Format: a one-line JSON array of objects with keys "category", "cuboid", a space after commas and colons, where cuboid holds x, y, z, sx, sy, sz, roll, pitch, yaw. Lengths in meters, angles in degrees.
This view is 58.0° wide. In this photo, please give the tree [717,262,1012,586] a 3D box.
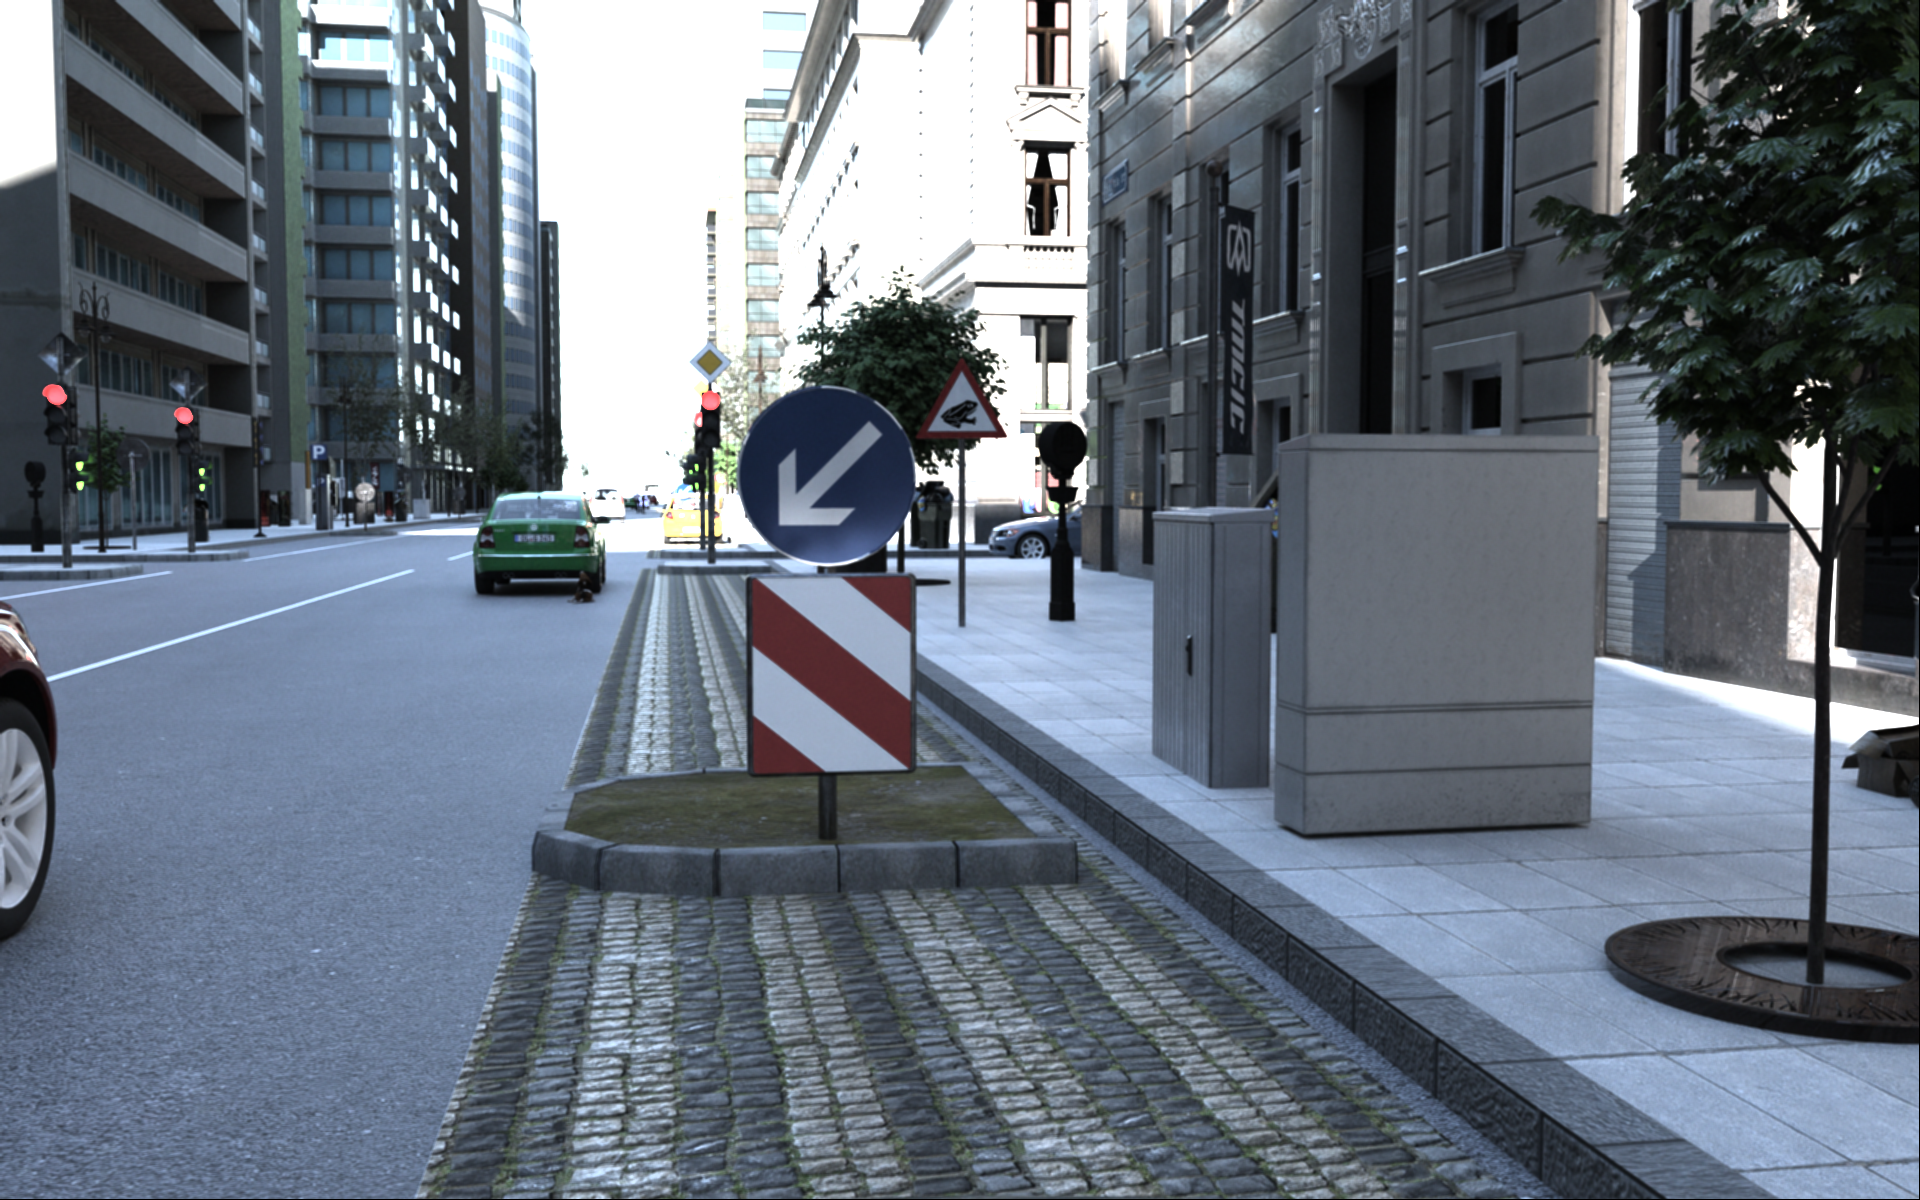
[{"category": "tree", "cuboid": [-0.936, -2.510, 24.745, 4.285, 4.588, 4.351, 0, 3, 0]}]

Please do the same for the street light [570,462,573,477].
[{"category": "street light", "cuboid": [-50.392, -15.416, 224.841, 0.468, 5.910, 1.993, -1, 4, -10]}]

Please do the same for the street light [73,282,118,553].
[{"category": "street light", "cuboid": [-18.845, -3.981, 37.873, 0.468, 5.910, 1.993, -1, 4, -10]}]

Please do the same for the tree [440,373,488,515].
[{"category": "tree", "cuboid": [-28.094, -8.611, 91.160, 4.360, 8.622, 3.978, 0, 3, 0]}]

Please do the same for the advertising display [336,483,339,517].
[{"category": "advertising display", "cuboid": [-35.275, -5.654, 97.654, 0.123, 1.923, 0.974, -3, 5, -42]}]

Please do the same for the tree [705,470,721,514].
[{"category": "tree", "cuboid": [-15.865, -7.143, 111.395, 1.663, 3.219, 1.824, 0, 3, 0]}]

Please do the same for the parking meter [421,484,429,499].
[{"category": "parking meter", "cuboid": [-31.425, -5.873, 101.731, 0.399, 1.863, 0.255, 0, 4, 1]}]

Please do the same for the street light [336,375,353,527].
[{"category": "street light", "cuboid": [-23.912, -5.788, 67.418, 0.468, 5.910, 1.993, -1, 4, -10]}]

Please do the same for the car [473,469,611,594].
[{"category": "car", "cuboid": [-6.336, -1.076, 26.394, 1.959, 1.807, 4.718, -1, 4, -10]}]

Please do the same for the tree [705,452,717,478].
[{"category": "tree", "cuboid": [-11.380, -6.505, 90.063, 4.285, 4.588, 4.351, 0, 3, 0]}]

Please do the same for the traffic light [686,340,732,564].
[{"category": "traffic light", "cuboid": [-4.605, -2.626, 31.859, 0.839, 4.253, 0.868, -1, 4, -10]}]

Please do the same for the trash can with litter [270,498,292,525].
[{"category": "trash can with litter", "cuboid": [-28.477, -3.724, 72.279, 1.055, 1.170, 0.624, -2, 4, -31]}]

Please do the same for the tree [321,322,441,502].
[{"category": "tree", "cuboid": [-25.755, -7.633, 75.162, 4.360, 8.622, 3.978, 0, 3, 0]}]

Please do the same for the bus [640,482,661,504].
[{"category": "bus", "cuboid": [-46.536, -16.255, 260.630, 2.948, 3.499, 13.247, -1, 4, -12]}]

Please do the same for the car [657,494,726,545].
[{"category": "car", "cuboid": [-7.769, -2.446, 50.222, 2.015, 1.641, 3.980, -1, 4, -10]}]

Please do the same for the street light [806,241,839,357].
[{"category": "street light", "cuboid": [-2.525, -3.612, 31.840, 0.468, 5.910, 1.993, -1, 4, -10]}]

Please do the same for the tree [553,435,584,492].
[{"category": "tree", "cuboid": [-48.127, -15.960, 211.300, 4.360, 8.622, 3.978, 0, 3, 0]}]

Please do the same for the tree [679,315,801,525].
[{"category": "tree", "cuboid": [-8.872, -7.398, 71.316, 4.360, 8.622, 3.978, 0, 3, 0]}]

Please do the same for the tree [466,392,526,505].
[{"category": "tree", "cuboid": [-33.769, -10.741, 125.981, 4.737, 8.622, 4.395, 0, 3, 0]}]

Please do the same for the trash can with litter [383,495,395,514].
[{"category": "trash can with litter", "cuboid": [-36.218, -6.041, 109.829, 2.233, 1.210, 1.678, -2, 4, -24]}]

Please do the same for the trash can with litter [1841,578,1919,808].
[{"category": "trash can with litter", "cuboid": [4.056, 0.260, 7.141, 0.624, 1.170, 1.055, 0, 4, -7]}]

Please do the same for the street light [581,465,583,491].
[{"category": "street light", "cuboid": [-55.535, -17.243, 254.701, 0.468, 5.910, 1.993, -1, 4, -10]}]

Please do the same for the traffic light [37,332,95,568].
[{"category": "traffic light", "cuboid": [-15.511, -2.513, 30.012, 0.839, 4.253, 0.868, -1, 4, -10]}]

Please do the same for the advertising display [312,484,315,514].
[{"category": "advertising display", "cuboid": [-41.063, -6.399, 109.834, 0.123, 1.923, 0.974, 0, 4, -4]}]

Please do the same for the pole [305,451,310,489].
[{"category": "pole", "cuboid": [-30.893, -5.397, 82.082, 0.158, 3.312, 0.155, 0, 3, 0]}]

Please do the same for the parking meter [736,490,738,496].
[{"category": "parking meter", "cuboid": [-14.604, -6.537, 112.586, 0.399, 1.863, 0.255, -3, 4, -37]}]

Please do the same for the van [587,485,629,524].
[{"category": "van", "cuboid": [-17.027, -4.686, 83.626, 2.013, 2.044, 4.112, -1, 4, -11]}]

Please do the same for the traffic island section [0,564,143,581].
[{"category": "traffic island section", "cuboid": [-15.552, -0.481, 30.139, 2.009, 0.180, 2.903, -1, 4, -10]}]

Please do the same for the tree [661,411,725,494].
[{"category": "tree", "cuboid": [-29.826, -15.991, 195.871, 8.767, 10.594, 7.601, 0, 4, 3]}]

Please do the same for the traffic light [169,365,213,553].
[{"category": "traffic light", "cuboid": [-16.838, -2.995, 37.886, 0.839, 4.253, 0.868, -1, 4, -10]}]

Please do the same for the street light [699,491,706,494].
[{"category": "street light", "cuboid": [-19.058, -9.579, 129.403, 0.468, 5.910, 1.993, -1, 4, -10]}]

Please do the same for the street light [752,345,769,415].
[{"category": "street light", "cuboid": [-6.212, -4.964, 53.949, 0.468, 5.910, 1.993, -1, 4, -10]}]

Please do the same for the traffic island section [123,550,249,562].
[{"category": "traffic island section", "cuboid": [-16.879, -0.962, 38.014, 2.009, 0.180, 2.903, -1, 4, -10]}]

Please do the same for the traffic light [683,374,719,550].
[{"category": "traffic light", "cuboid": [-5.933, -3.108, 39.733, 0.839, 4.253, 0.868, -1, 4, -10]}]

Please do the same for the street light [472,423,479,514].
[{"category": "street light", "cuboid": [-31.629, -8.593, 113.283, 0.468, 5.910, 1.993, -1, 4, -10]}]

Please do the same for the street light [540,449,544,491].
[{"category": "street light", "cuboid": [-41.916, -12.303, 173.948, 0.468, 5.910, 1.993, -1, 4, -10]}]

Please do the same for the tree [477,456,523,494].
[{"category": "tree", "cuboid": [-35.296, -9.128, 132.959, 4.285, 4.588, 4.351, 0, 3, 0]}]

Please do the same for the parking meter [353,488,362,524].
[{"category": "parking meter", "cuboid": [-25.631, -3.995, 73.735, 0.372, 1.533, 0.369, 0, 3, 0]}]

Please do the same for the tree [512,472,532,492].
[{"category": "tree", "cuboid": [-38.219, -9.561, 150.915, 1.663, 3.219, 1.824, 0, 3, 0]}]

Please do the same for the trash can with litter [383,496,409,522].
[{"category": "trash can with litter", "cuboid": [-25.847, -4.156, 79.331, 1.055, 1.170, 0.624, -3, 4, -36]}]

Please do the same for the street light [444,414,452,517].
[{"category": "street light", "cuboid": [-28.970, -7.658, 97.998, 0.468, 5.910, 1.993, -1, 4, -10]}]

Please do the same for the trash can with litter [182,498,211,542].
[{"category": "trash can with litter", "cuboid": [-20.463, -2.146, 46.479, 0.624, 1.170, 1.055, -1, 4, -17]}]

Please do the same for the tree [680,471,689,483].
[{"category": "tree", "cuboid": [-24.643, -11.357, 169.401, 4.285, 4.588, 4.351, 0, 3, 0]}]

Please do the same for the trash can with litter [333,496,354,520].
[{"category": "trash can with litter", "cuboid": [-30.410, -4.520, 84.954, 2.233, 1.210, 1.678, -2, 4, -27]}]

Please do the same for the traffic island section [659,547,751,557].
[{"category": "traffic island section", "cuboid": [-5.891, -1.075, 39.854, 2.009, 0.180, 2.903, -1, 4, -10]}]

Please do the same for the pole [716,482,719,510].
[{"category": "pole", "cuboid": [-14.140, -6.544, 100.845, 0.158, 3.312, 0.155, 0, 3, 0]}]

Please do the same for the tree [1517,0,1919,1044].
[{"category": "tree", "cuboid": [2.206, -0.594, 4.318, 1.663, 3.219, 1.824, 0, 3, 0]}]

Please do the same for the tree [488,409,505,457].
[{"category": "tree", "cuboid": [-30.292, -9.503, 105.731, 4.360, 8.622, 3.978, 0, 3, 0]}]

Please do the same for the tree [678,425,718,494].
[{"category": "tree", "cuboid": [-26.995, -14.006, 179.367, 4.737, 8.622, 4.395, 0, 3, 0]}]

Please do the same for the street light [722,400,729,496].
[{"category": "street light", "cuboid": [-11.316, -6.813, 84.180, 0.468, 5.910, 1.993, -1, 4, -10]}]

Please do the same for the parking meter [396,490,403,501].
[{"category": "parking meter", "cuboid": [-34.644, -6.034, 107.064, 0.372, 1.533, 0.369, 0, 3, 0]}]

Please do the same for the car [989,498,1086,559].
[{"category": "car", "cuboid": [2.842, -1.488, 36.336, 4.499, 1.417, 2.014, 0, 4, -8]}]

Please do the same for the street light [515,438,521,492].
[{"category": "street light", "cuboid": [-36.782, -10.478, 144.110, 0.468, 5.910, 1.993, -1, 4, -10]}]

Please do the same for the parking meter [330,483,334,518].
[{"category": "parking meter", "cuboid": [-31.539, -4.946, 86.576, 0.255, 1.863, 0.399, 1, 4, 22]}]

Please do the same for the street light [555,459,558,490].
[{"category": "street light", "cuboid": [-45.497, -13.607, 195.267, 0.468, 5.910, 1.993, -1, 4, -10]}]

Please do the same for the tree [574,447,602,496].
[{"category": "tree", "cuboid": [-57.123, -19.243, 264.979, 4.737, 8.622, 4.395, 0, 3, 0]}]

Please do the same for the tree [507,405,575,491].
[{"category": "tree", "cuboid": [-44.629, -15.206, 183.033, 8.767, 10.594, 7.601, 0, 4, -3]}]

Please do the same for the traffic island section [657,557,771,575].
[{"category": "traffic island section", "cuboid": [-4.564, -0.593, 31.980, 2.009, 0.180, 2.903, -1, 4, -10]}]

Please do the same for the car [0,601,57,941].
[{"category": "car", "cuboid": [-3.820, 0.298, 3.808, 2.281, 1.827, 5.304, 0, 4, -8]}]

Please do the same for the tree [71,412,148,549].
[{"category": "tree", "cuboid": [-19.950, -2.820, 40.716, 1.663, 3.219, 1.824, 0, 3, 0]}]
